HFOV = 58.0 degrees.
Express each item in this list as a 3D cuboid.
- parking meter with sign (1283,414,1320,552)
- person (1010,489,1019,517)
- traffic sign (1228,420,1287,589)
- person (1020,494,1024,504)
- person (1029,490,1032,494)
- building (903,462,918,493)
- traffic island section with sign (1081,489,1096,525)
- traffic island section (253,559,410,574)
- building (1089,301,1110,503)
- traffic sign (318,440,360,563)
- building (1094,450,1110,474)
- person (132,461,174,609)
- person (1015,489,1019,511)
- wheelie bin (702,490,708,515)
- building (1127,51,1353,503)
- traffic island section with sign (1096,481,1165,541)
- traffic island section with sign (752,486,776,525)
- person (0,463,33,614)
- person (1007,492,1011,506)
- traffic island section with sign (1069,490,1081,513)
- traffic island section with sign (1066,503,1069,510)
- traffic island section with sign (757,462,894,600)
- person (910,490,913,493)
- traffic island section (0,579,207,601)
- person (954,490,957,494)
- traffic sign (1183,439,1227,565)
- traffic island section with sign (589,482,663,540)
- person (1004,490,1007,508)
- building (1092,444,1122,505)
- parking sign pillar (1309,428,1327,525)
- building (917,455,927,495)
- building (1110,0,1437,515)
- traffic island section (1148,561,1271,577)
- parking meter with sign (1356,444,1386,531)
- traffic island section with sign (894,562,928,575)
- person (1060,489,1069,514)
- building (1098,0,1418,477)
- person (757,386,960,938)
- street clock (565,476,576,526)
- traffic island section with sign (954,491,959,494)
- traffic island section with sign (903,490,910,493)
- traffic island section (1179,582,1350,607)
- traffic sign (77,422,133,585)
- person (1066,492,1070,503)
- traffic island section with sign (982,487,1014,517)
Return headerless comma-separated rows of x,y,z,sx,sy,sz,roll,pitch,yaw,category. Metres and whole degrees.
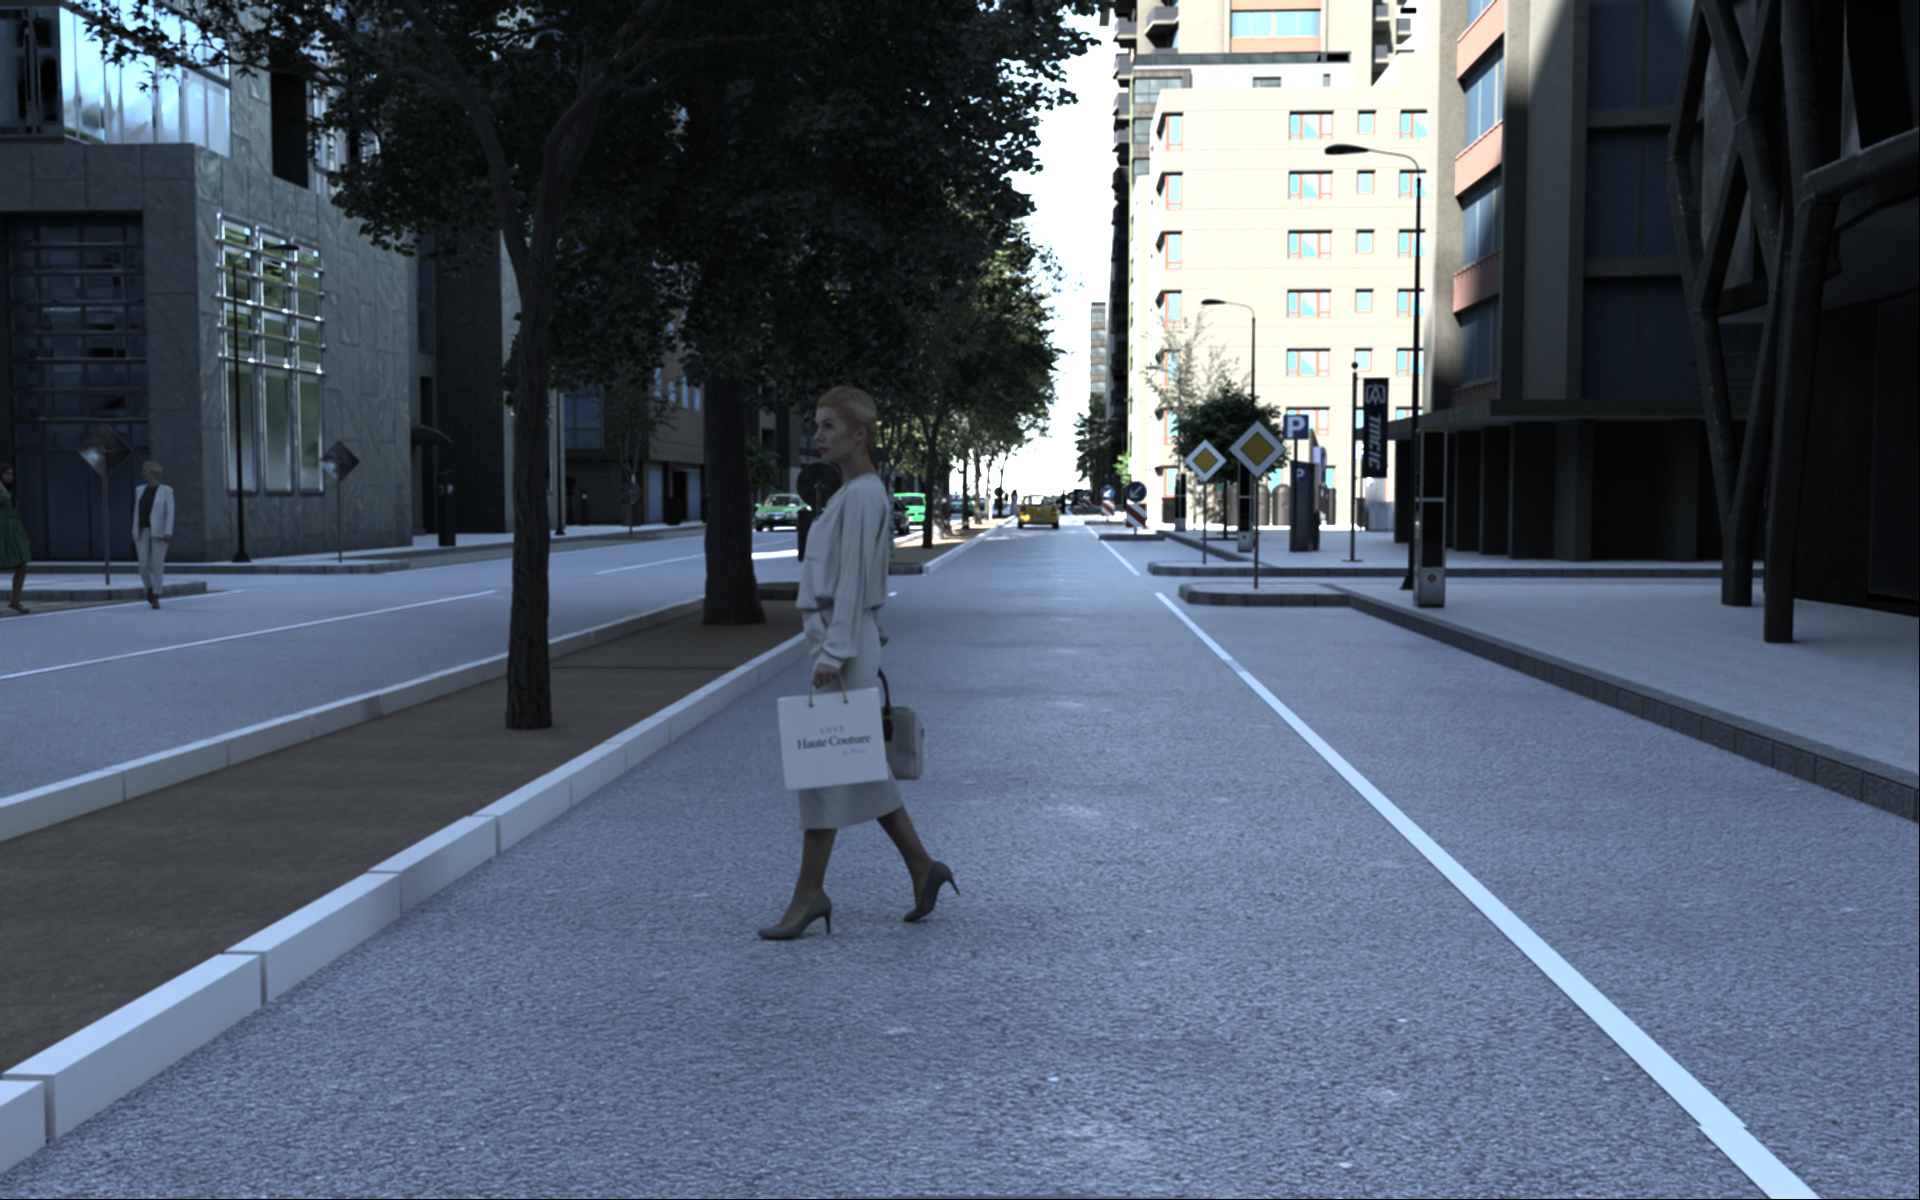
7.689,-2.599,38.759,0.543,3.016,1.738,2,4,23,parking meter with sign
3.413,-6.117,109.185,0.621,1.740,0.551,3,4,37,person
4.018,-1.212,23.464,0.795,2.450,0.064,0,4,3,traffic sign
8.801,-14.272,245.029,0.628,1.438,0.799,3,5,39,person
6.702,-9.626,165.964,0.705,1.814,1.350,-3,5,-44,person
-9.329,-34.949,255.008,14.154,41.232,14.086,0,4,3,building
6.790,-4.431,81.079,1.989,1.847,2.006,0,4,3,traffic island section with sign
-11.601,-0.617,32.373,2.009,0.180,2.903,0,4,3,traffic island section
26.257,-29.758,258.241,14.160,30.474,14.107,0,4,3,building
-11.577,-1.753,32.310,0.795,2.450,0.064,0,4,3,traffic sign
29.719,-56.338,233.803,22.319,86.520,31.000,0,4,3,building
-10.181,-0.825,21.867,0.514,1.842,0.818,-1,4,-19,person
4.051,-7.234,126.715,0.705,1.831,1.348,-1,4,-20,person
-11.191,-4.277,77.844,0.693,1.594,0.980,2,4,24,wheelie bin
18.380,-21.138,117.309,14.160,30.474,14.107,0,4,3,building
5.341,-2.777,54.038,1.989,1.847,2.006,0,4,3,traffic island section with sign
-8.983,-4.458,81.516,1.989,1.847,2.006,0,4,3,traffic island section with sign
-11.365,-0.724,20.588,0.529,1.795,0.600,0,4,2,person
5.659,-12.112,207.360,0.721,1.723,1.217,3,5,42,person
9.426,-7.457,130.542,1.989,1.847,2.006,0,4,3,traffic island section with sign
10.865,-9.103,157.459,1.989,1.847,2.006,0,4,3,traffic island section with sign
-2.043,-0.977,24.103,2.006,1.907,1.989,0,4,3,traffic island section with sign
-3.764,-7.890,138.291,0.721,1.735,1.217,-3,4,-37,person
-12.027,-0.130,24.399,2.009,0.180,2.903,0,4,3,traffic island section
-0.332,-9.278,160.328,0.705,1.807,1.348,3,5,42,person
4.443,-1.700,31.438,0.795,2.450,0.064,0,4,3,traffic sign
-10.424,-2.801,54.426,1.989,1.847,2.006,0,4,3,traffic island section with sign
4.528,-10.140,174.309,0.705,1.822,1.348,0,4,-2,person
26.533,-47.119,208.647,20.563,71.187,20.611,0,4,3,building
14.720,-5.066,71.307,1.447,3.967,1.447,2,4,25,parking sign pillar
-11.038,-34.376,212.150,14.600,45.320,14.200,0,4,3,building
23.347,-29.603,138.627,22.147,44.769,28.867,0,4,3,building
4.467,-0.565,31.514,2.009,0.180,2.903,0,4,3,traffic island section
14.497,-3.918,60.323,1.738,3.016,0.543,-3,5,-39,parking meter with sign
-1.639,-1.429,31.499,2.006,1.907,1.989,0,4,3,traffic island section with sign
7.594,-7.196,126.165,0.705,1.823,1.348,-1,4,-22,person
27.948,-35.315,166.640,28.713,52.752,27.495,0,4,3,building
-0.326,0.197,5.633,0.624,1.780,0.694,0,4,7,person
-15.921,-4.044,70.690,0.471,2.002,0.358,2,4,24,street clock
-0.435,-14.251,241.638,1.989,1.847,2.006,0,4,3,traffic island section with sign
-4.875,-9.165,158.480,1.989,1.847,2.006,0,4,3,traffic island section with sign
4.042,-0.077,23.540,2.009,0.180,2.903,0,4,3,traffic island section
-12.003,-1.266,24.336,0.795,2.450,0.064,0,4,3,traffic sign
15.297,-14.355,243.735,0.617,1.759,0.750,3,5,39,person
2.356,-6.018,106.532,2.006,1.907,1.989,0,4,3,traffic island section with sign
